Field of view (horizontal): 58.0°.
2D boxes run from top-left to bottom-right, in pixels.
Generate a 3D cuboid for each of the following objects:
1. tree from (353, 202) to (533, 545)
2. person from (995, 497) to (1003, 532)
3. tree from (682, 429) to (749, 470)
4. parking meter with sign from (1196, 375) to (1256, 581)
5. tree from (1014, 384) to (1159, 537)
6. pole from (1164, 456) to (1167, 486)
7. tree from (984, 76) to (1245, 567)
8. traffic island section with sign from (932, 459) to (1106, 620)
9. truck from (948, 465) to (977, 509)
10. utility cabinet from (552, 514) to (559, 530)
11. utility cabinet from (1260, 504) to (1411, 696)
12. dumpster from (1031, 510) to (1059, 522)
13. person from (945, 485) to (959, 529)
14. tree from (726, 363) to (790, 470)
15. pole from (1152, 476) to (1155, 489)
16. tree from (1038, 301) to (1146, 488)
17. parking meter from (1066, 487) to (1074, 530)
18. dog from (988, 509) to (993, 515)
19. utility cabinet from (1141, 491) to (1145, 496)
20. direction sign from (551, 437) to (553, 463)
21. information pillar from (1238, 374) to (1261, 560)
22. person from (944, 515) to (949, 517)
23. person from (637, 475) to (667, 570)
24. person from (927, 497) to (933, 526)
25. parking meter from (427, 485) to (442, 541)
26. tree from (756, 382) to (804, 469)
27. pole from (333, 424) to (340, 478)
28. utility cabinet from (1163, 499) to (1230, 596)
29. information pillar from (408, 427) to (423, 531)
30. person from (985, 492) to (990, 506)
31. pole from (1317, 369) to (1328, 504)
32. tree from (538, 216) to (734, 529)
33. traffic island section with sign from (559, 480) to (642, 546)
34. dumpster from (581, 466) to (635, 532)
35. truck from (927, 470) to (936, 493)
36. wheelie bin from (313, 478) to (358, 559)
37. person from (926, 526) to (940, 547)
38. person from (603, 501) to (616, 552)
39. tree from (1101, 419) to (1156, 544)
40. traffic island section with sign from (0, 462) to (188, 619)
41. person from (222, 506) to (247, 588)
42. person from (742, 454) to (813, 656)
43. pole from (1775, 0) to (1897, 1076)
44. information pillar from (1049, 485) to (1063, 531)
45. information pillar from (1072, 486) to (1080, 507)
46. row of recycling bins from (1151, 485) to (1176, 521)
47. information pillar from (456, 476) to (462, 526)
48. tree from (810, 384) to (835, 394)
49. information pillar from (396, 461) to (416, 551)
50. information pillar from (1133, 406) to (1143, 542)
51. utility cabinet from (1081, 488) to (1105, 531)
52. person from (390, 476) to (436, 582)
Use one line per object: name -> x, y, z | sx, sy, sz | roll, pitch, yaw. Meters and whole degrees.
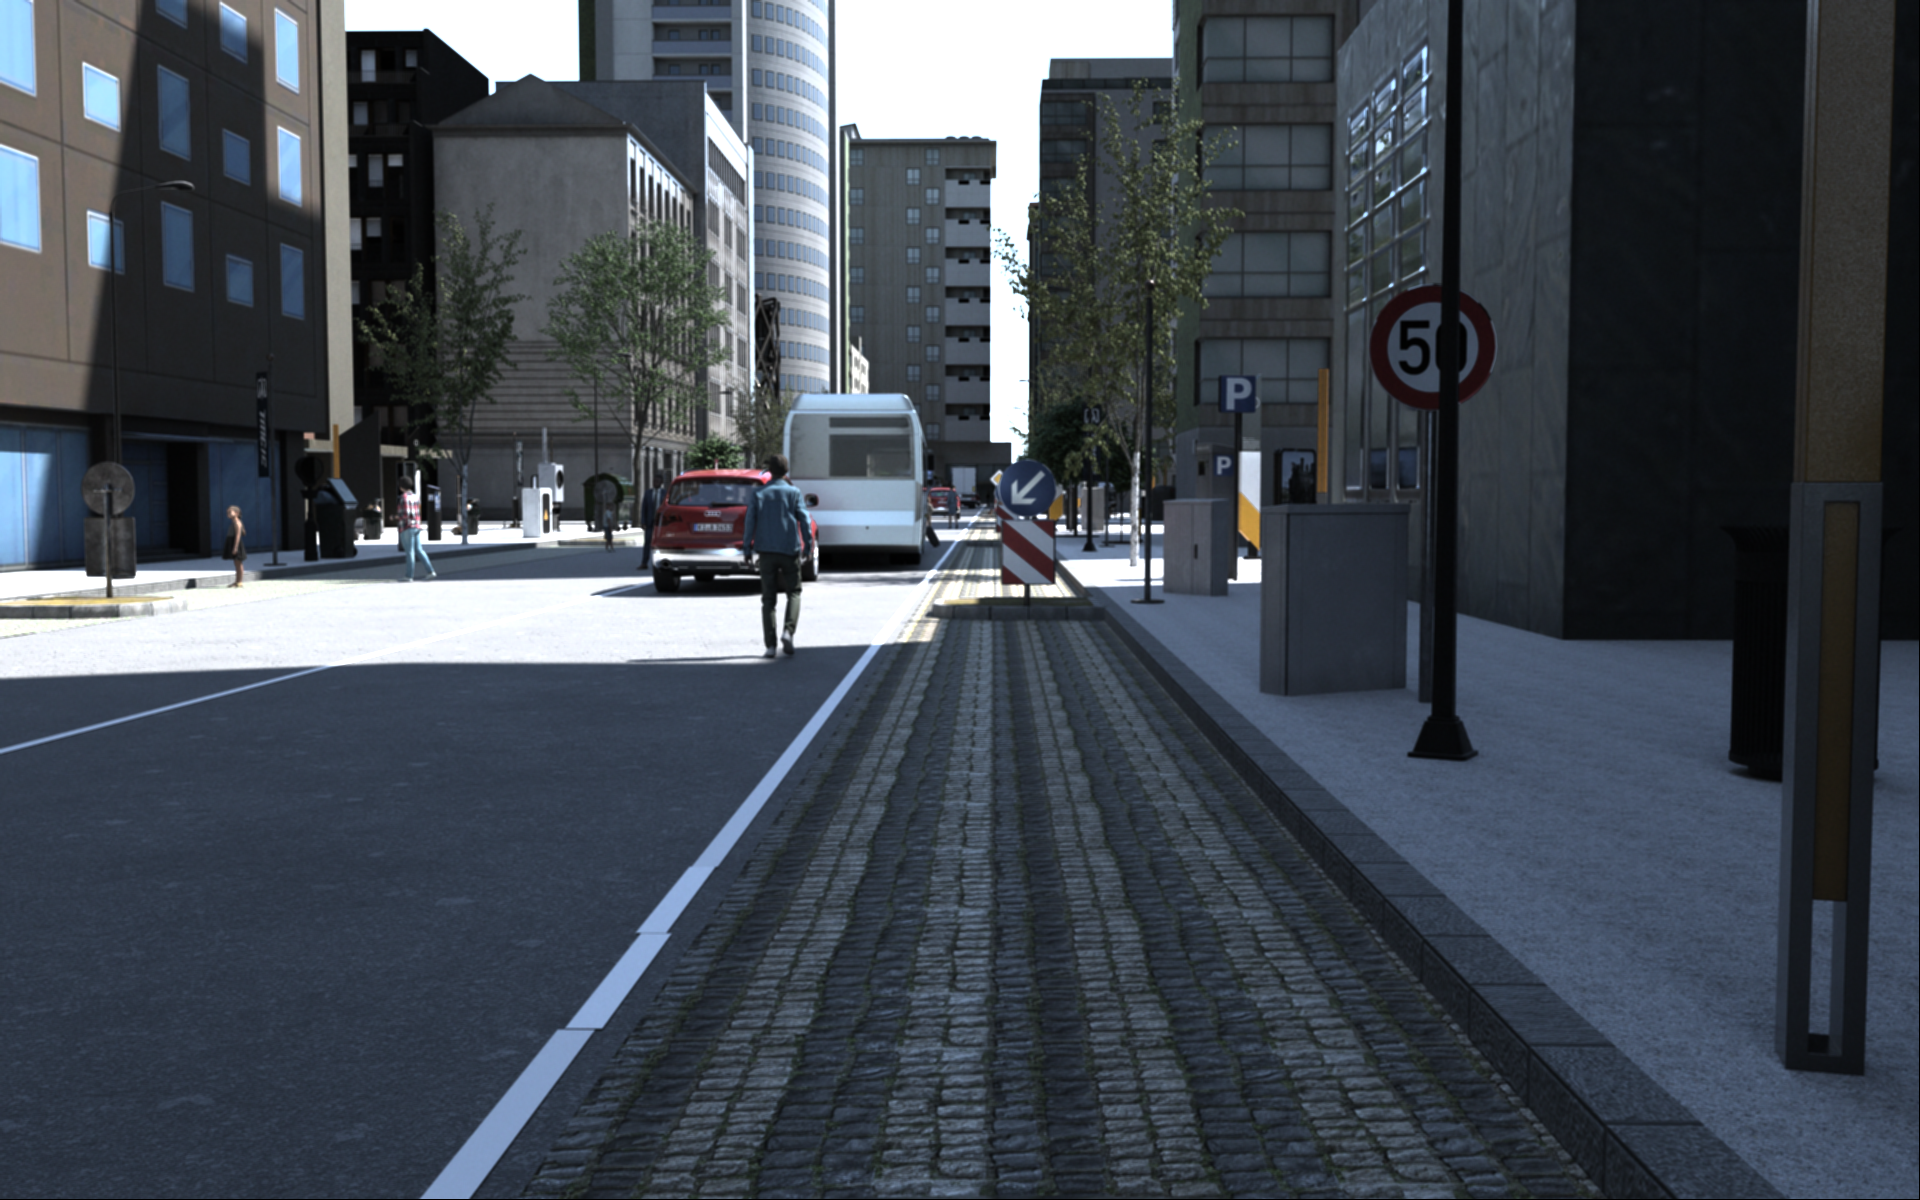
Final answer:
tree -> -12.700, -5.705, 43.642 | 4.737, 8.622, 4.395 | 0, 3, 0
person -> 1.570, -3.429, 65.565 | 0.512, 1.701, 0.522 | 0, 4, 1
tree -> -12.446, -6.379, 88.010 | 4.285, 4.588, 4.351 | 0, 3, 0
parking meter with sign -> 3.908, -1.838, 26.307 | 0.543, 3.016, 1.738 | -1, 4, -11
tree -> 3.405, -4.181, 52.080 | 4.285, 4.588, 4.351 | 0, 3, 0
pole -> 11.011, -6.063, 92.965 | 0.158, 3.312, 0.155 | 0, 3, 0
tree -> 2.876, -4.897, 30.423 | 4.737, 8.622, 4.395 | 0, 3, 0
traffic island section with sign -> 0.676, -0.724, 20.462 | 1.989, 1.847, 2.006 | 0, 4, 1
truck -> 0.299, -11.215, 172.283 | 2.839, 4.237, 11.283 | 0, 4, -1
utility cabinet -> -14.893, -3.237, 61.609 | 1.173, 1.500, 0.318 | 0, 4, -7
utility cabinet -> 2.443, -0.009, 11.312 | 1.020, 1.237, 0.306 | -2, 4, -28
dumpster -> 3.905, -4.741, 80.003 | 1.502, 2.255, 1.985 | 0, 4, 1
person -> -0.317, -3.826, 71.076 | 0.581, 1.822, 0.654 | -1, 4, -21
tree -> -11.367, -9.018, 97.800 | 4.360, 8.622, 3.978 | 0, 3, 0
pole -> 12.757, -7.369, 114.325 | 0.158, 3.312, 0.155 | 0, 3, 0
tree -> 4.919, -7.046, 65.566 | 4.360, 8.622, 3.978 | 0, 3, 0
parking meter -> 3.960, -3.259, 61.693 | 0.372, 1.533, 0.369 | 0, 3, 0
dog -> 1.881, -5.404, 107.648 | 0.540, 0.507, 0.406 | 2, 4, 27
utility cabinet -> 11.711, -6.201, 110.072 | 0.318, 1.500, 1.173 | 1, 4, 17
direction sign -> -16.143, -4.681, 68.531 | 0.379, 3.537, 0.876 | -1, 4, -11
information pillar -> 5.676, -2.600, 33.865 | 0.504, 3.616, 0.183 | -2, 4, -29
person -> -0.776, -6.022, 107.162 | 0.606, 1.804, 0.583 | -2, 4, -28
person -> -5.822, -1.491, 33.053 | 0.721, 1.800, 0.419 | -1, 4, -11
person -> -1.258, -3.312, 66.922 | 0.475, 1.303, 0.640 | 0, 4, 5
parking meter -> -14.394, -2.385, 47.411 | 0.372, 1.533, 0.369 | 0, 3, 0
tree -> -11.703, -10.000, 113.855 | 4.737, 8.622, 4.395 | 0, 3, 0
pole -> -18.249, -3.479, 50.731 | 0.158, 3.312, 0.155 | 0, 3, 0
utility cabinet -> 3.012, -0.675, 22.200 | 0.306, 1.237, 1.020 | -2, 4, -30
information pillar -> -19.014, -4.221, 60.374 | 0.183, 3.616, 0.504 | 2, 4, 28
person -> 3.169, -11.704, 200.683 | 0.721, 1.723, 1.217 | 2, 4, 24
pole -> 5.919, -2.107, 28.300 | 0.158, 3.312, 0.155 | 0, 3, 0
tree -> -11.978, -8.485, 64.491 | 9.928, 11.665, 9.643 | 0, 3, 0
traffic island section with sign -> -9.918, -2.415, 48.111 | 1.989, 1.847, 2.006 | 0, 4, 1
dumpster -> -12.066, -3.476, 59.334 | 1.502, 2.255, 1.985 | 0, 4, 1
truck -> -3.712, -11.577, 179.036 | 2.967, 4.110, 18.799 | 0, 4, 1
wheelie bin -> -12.522, -1.638, 34.690 | 0.693, 1.594, 0.980 | 0, 4, 6
person -> -1.286, -2.314, 46.545 | 1.509, 1.804, 0.699 | -1, 4, -11
person -> -8.641, -1.807, 42.728 | 0.352, 1.250, 0.332 | 2, 4, 23
tree -> 4.316, -3.077, 44.903 | 1.663, 3.219, 1.824 | 0, 3, 0
traffic island section with sign -> -10.441, -0.737, 20.686 | 1.989, 1.847, 2.006 | 0, 4, 1
person -> -11.084, -0.811, 26.432 | 0.373, 1.253, 0.362 | -2, 4, -33
person -> -1.602, -0.391, 15.244 | 0.601, 1.785, 0.444 | 0, 4, -2
pole -> 1.938, -0.610, 3.811 | 0.158, 3.312, 0.155 | 0, 3, 0
information pillar -> 3.333, -4.217, 60.297 | 0.504, 3.616, 0.183 | 0, 4, -6
information pillar -> 7.062, -6.977, 105.430 | 0.504, 3.616, 0.183 | 1, 4, 21
row of recycling bins -> 9.827, -4.679, 83.618 | 1.069, 1.692, 3.534 | 1, 4, 15
information pillar -> -20.301, -4.039, 70.530 | 0.304, 2.012, 0.304 | -2, 4, -30
tree -> -10.738, -13.021, 147.301 | 7.601, 10.594, 8.767 | 2, 4, 34
information pillar -> -12.415, -2.102, 38.859 | 0.304, 2.012, 0.304 | 3, 5, 40
information pillar -> 4.767, -3.376, 46.545 | 0.183, 3.616, 0.504 | -1, 4, -14
utility cabinet -> 4.568, -3.120, 59.696 | 0.318, 1.500, 1.173 | -2, 4, -24
person -> -8.936, -1.157, 28.247 | 0.643, 1.720, 0.563 | 0, 4, 8
